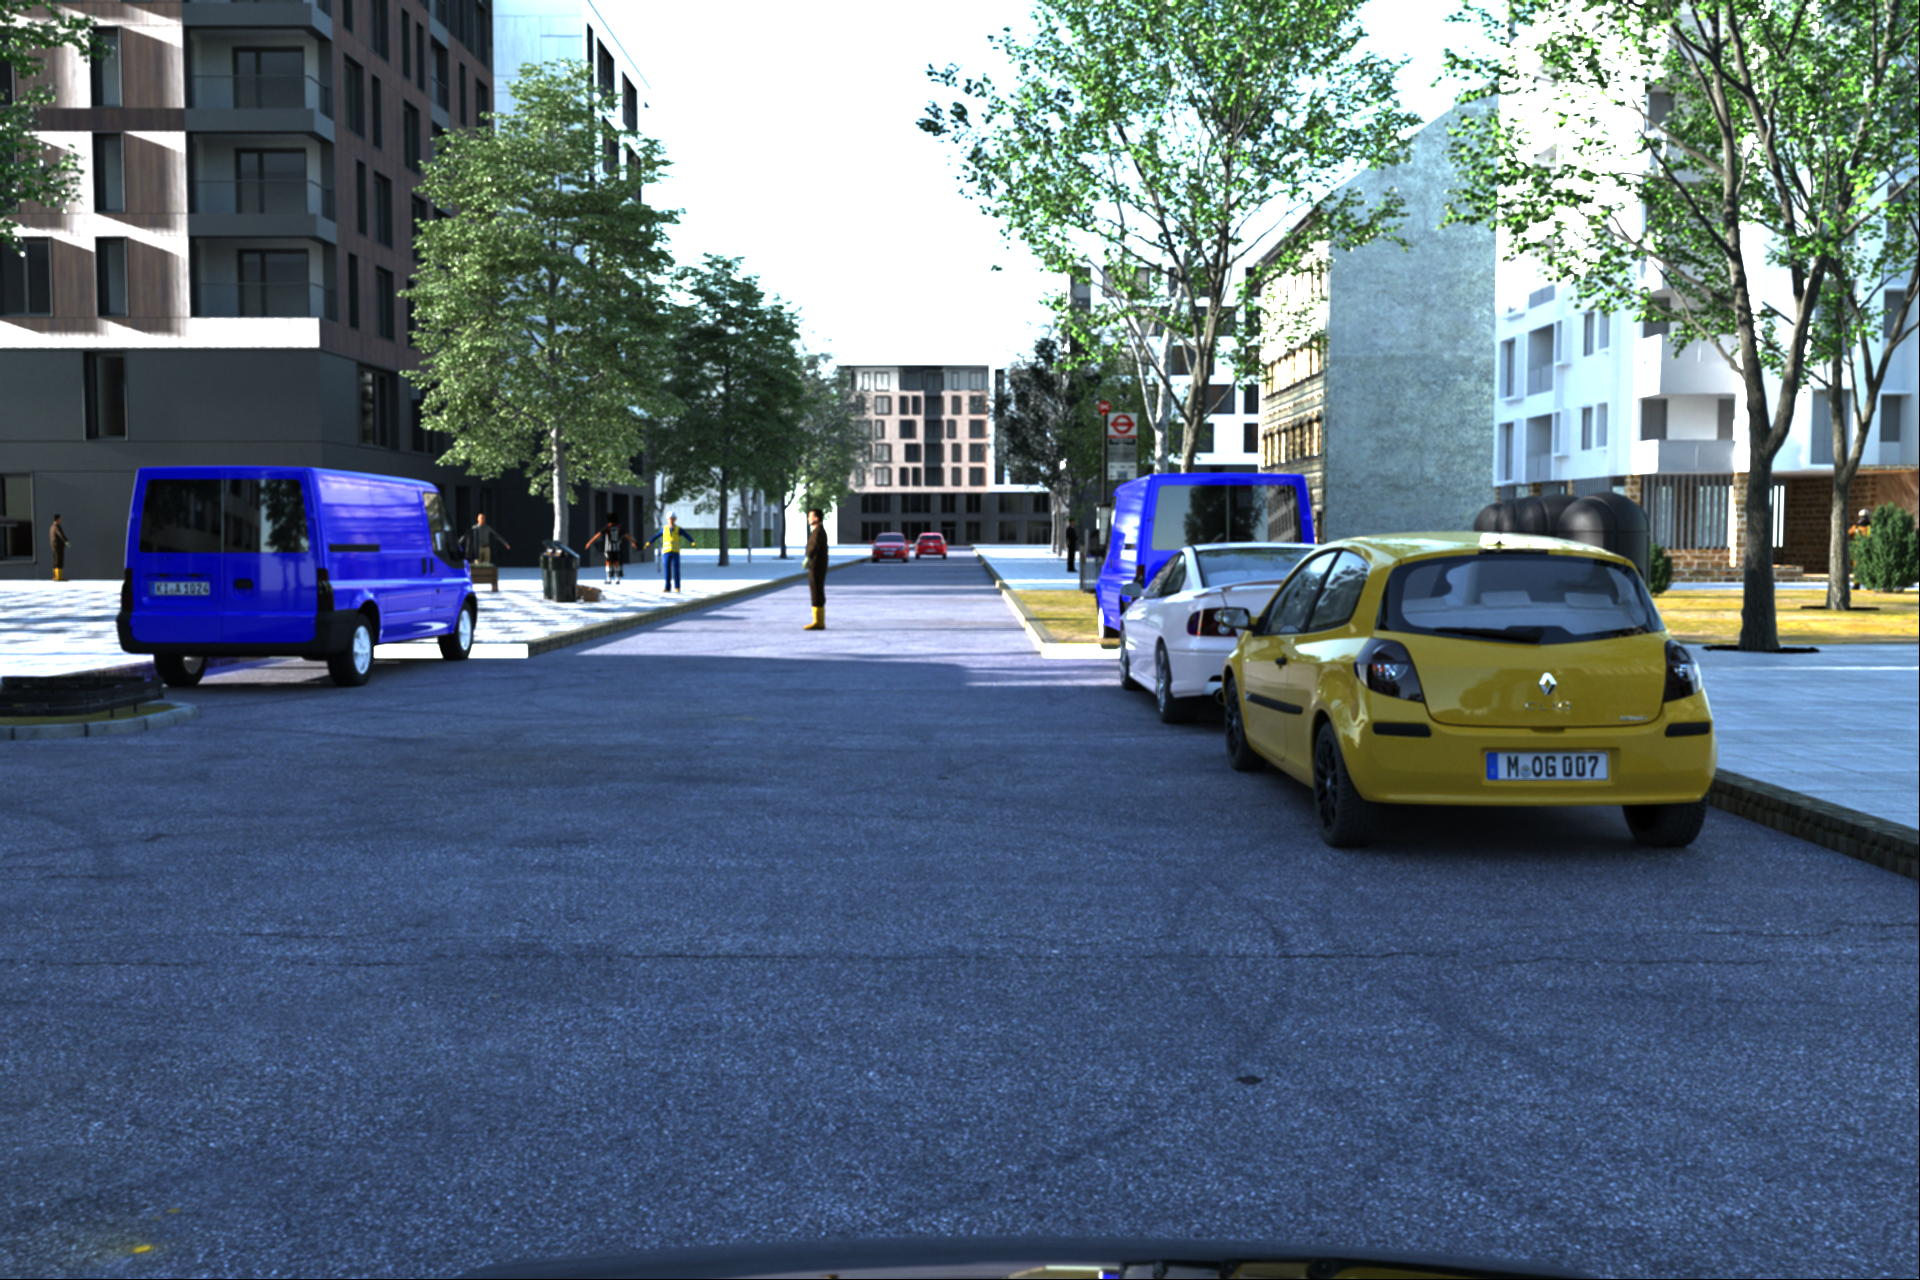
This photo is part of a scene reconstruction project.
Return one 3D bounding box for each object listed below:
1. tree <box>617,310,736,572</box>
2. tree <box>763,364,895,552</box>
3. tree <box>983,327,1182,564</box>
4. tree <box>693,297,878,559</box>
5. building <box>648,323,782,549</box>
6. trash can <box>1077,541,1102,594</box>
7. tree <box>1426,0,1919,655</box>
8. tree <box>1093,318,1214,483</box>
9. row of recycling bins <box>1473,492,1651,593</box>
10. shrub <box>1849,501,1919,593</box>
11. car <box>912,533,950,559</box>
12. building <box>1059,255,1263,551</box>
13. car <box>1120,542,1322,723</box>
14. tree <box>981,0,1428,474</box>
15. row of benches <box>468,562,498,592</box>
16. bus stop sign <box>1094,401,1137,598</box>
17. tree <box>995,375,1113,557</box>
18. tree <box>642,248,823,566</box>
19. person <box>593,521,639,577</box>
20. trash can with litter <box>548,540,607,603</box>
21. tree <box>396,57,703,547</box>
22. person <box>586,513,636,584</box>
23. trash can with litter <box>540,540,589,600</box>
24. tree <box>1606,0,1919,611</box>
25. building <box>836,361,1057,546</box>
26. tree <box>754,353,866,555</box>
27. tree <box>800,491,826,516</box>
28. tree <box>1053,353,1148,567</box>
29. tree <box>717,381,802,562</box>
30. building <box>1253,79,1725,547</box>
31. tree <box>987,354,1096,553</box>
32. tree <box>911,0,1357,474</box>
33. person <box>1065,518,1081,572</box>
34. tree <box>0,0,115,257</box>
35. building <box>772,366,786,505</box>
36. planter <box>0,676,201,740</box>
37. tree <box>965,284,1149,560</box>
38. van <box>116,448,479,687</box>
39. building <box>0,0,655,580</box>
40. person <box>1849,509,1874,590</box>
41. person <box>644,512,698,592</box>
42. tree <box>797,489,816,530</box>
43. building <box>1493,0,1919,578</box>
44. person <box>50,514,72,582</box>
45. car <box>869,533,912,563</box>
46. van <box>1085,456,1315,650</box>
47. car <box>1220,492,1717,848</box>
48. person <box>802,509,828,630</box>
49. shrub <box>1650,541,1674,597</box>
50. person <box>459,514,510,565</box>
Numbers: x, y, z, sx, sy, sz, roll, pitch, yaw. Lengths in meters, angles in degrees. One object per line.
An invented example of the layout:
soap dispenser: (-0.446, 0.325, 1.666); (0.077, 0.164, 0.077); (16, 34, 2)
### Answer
tree: (-10.206, -6.558, 57.590); (4.360, 8.622, 3.978); (0, 3, 0)
tree: (-9.703, -13.010, 123.085); (12.009, 13.543, 11.850); (0, 3, 0)
tree: (5.275, -8.558, 74.331); (8.767, 10.594, 7.601); (0, 4, -1)
tree: (-9.000, -10.943, 89.290); (12.009, 13.543, 11.850); (0, 3, 0)
building: (-26.826, -18.017, 161.037); (16.747, 18.905, 31.486); (0, 4, 1)
trash can: (2.893, -1.581, 37.496); (0.748, 1.137, 0.748); (0, 3, 0)
tree: (8.892, -5.687, 18.738); (9.928, 11.665, 9.643); (0, 3, 0)
tree: (6.349, -6.675, 59.503); (4.737, 8.622, 4.395); (0, 3, 0)
row of recycling bins: (6.255, -0.686, 18.334); (1.069, 1.692, 3.534); (0, 4, 0)
shrub: (20.189, -2.032, 37.641); (1.690, 2.028, 1.600); (0, 3, 0)
car: (-1.665, -5.541, 99.635); (2.155, 1.783, 4.494); (0, 4, -1)
building: (22.029, -18.304, 143.249); (27.936, 21.610, 32.646); (0, 4, 0)
car: (2.430, -0.131, 14.501); (2.083, 1.381, 4.827); (0, 4, -1)
tree: (3.927, -6.294, 28.663); (9.928, 11.665, 9.643); (0, 3, 0)
row of benches: (-12.083, -1.374, 37.926); (4.104, 0.672, 1.422); (-1, 4, -21)
bus stop sign: (3.120, -2.819, 34.795); (0.855, 3.939, 0.416); (0, 4, -2)
tree: (5.782, -9.997, 97.858); (8.767, 10.594, 7.601); (2, 4, 24)
tree: (-9.145, -9.253, 69.411); (7.486, 12.596, 7.792); (0, 3, 0)
person: (-10.302, -2.819, 51.865); (1.354, 1.856, 0.705); (0, 4, -6)
trash can with litter: (-7.197, -1.297, 32.594); (1.055, 1.170, 0.624); (0, 4, 1)
tree: (-9.885, -7.558, 41.705); (7.486, 12.596, 7.792); (0, 3, 0)
person: (-8.916, -2.340, 44.407); (1.345, 1.843, 0.704); (-2, 4, -31)
trash can with litter: (-7.674, -1.376, 33.885); (1.055, 1.170, 0.624); (0, 4, 0)
tree: (15.117, -6.323, 29.133); (9.928, 11.665, 9.643); (0, 3, 0)
building: (1.866, -22.688, 217.377); (32.646, 21.610, 27.936); (0, 4, 3)
tree: (-9.665, -11.650, 108.599); (7.486, 12.596, 7.792); (0, 3, 0)
tree: (-17.601, -16.340, 217.513); (4.360, 8.622, 3.978); (0, 3, 0)
tree: (5.448, -7.168, 67.560); (4.737, 8.622, 4.395); (0, 3, 0)
tree: (-9.643, -7.805, 77.973); (4.360, 8.622, 3.978); (0, 3, 0)
building: (26.065, -15.726, 88.044); (19.493, 23.208, 18.063); (0, 4, 0)
tree: (6.330, -12.521, 115.085); (12.009, 13.543, 11.850); (0, 3, 0)
tree: (4.851, -11.658, 46.502); (12.611, 20.169, 13.585); (0, 3, 0)
person: (3.794, -3.211, 58.432); (0.705, 1.837, 1.347); (2, 4, 24)
tree: (-13.094, -5.641, 17.986); (9.928, 11.665, 9.643); (0, 3, 0)
building: (-24.748, -19.961, 182.774); (16.016, 20.090, 11.380); (0, 3, 0)
planter: (-6.920, 0.496, 13.027); (1.991, 0.319, 1.994); (0, 4, 0)
tree: (5.384, -10.756, 86.227); (12.009, 13.543, 11.850); (0, 3, 0)
van: (-6.542, -0.828, 17.929); (2.240, 2.365, 5.245); (0, 3, 0)
building: (-28.108, -13.435, 63.638); (27.936, 21.610, 32.646); (0, 3, 0)
person: (20.769, -2.082, 39.811); (1.354, 1.858, 0.705); (3, 4, 38)
person: (-6.385, -1.947, 38.290); (1.216, 1.772, 0.721); (0, 4, 6)
tree: (-17.524, -16.061, 212.951); (4.360, 8.622, 3.978); (0, 3, 0)
building: (23.648, -12.337, 58.130); (16.016, 20.090, 11.380); (0, 4, 0)
person: (-24.357, -2.490, 46.844); (0.704, 1.812, 1.346); (-3, 5, -45)
car: (-3.519, -4.822, 87.878); (2.155, 1.783, 4.494); (0, 3, 0)
van: (2.668, -0.941, 19.775); (2.240, 2.365, 5.245); (0, 4, -1)
car: (2.499, 0.053, 9.349); (2.015, 1.641, 3.980); (0, 4, -1)
person: (-2.171, -1.061, 25.943); (0.704, 1.812, 1.346); (0, 4, 2)
shrub: (13.974, -1.471, 35.163); (1.383, 1.207, 1.383); (0, 3, 0)
person: (-12.263, -2.336, 44.469); (1.348, 1.796, 0.705); (-2, 4, -25)
